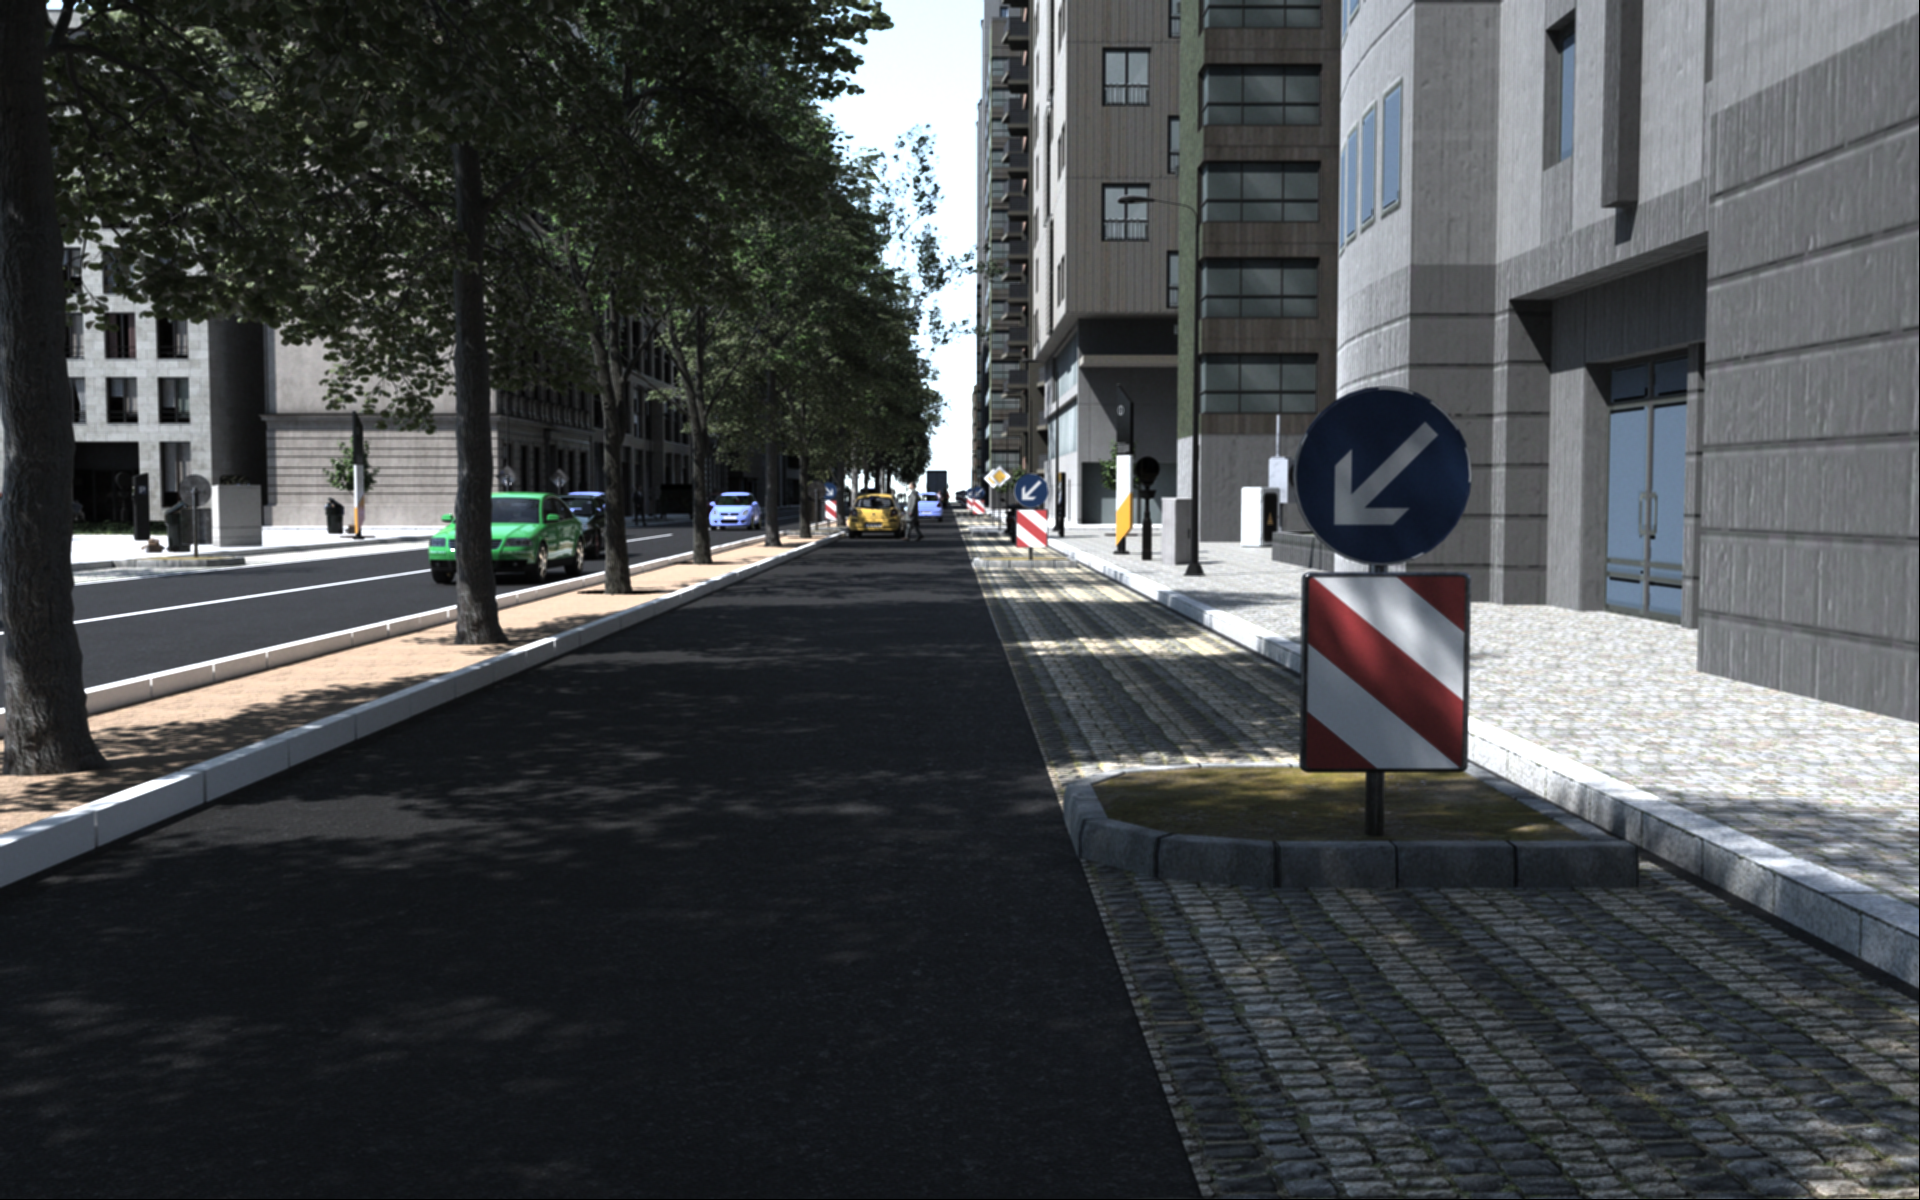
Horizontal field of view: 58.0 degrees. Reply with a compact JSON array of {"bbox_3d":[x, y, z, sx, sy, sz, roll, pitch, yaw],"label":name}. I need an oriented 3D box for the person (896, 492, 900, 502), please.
[{"bbox_3d":[-9.405,-15.667,265.587,0.756,1.711,0.436,-2,4,-30],"label":"person"}]

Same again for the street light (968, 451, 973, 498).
[{"bbox_3d":[1.907,-13.087,186.505,1.470,5.913,1.316,0,4,0],"label":"street light"}]

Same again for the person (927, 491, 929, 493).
[{"bbox_3d":[-3.105,-9.875,170.500,0.434,1.755,0.990,1,4,21],"label":"person"}]

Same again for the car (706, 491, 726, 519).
[{"bbox_3d":[-13.034,-5.248,94.837,2.155,1.783,4.494,0,3,0],"label":"car"}]

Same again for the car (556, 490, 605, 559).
[{"bbox_3d":[-8.843,-1.797,39.175,2.009,1.686,4.222,0,4,-2],"label":"car"}]

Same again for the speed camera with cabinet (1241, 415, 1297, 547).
[{"bbox_3d":[7.650,-2.947,42.519,0.660,3.252,2.038,3,4,38],"label":"speed camera with cabinet"}]

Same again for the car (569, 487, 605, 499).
[{"bbox_3d":[-12.459,-2.930,57.496,1.945,1.707,3.694,0,4,1],"label":"car"}]

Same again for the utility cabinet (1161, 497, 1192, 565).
[{"bbox_3d":[4.013,-1.261,31.777,0.306,1.237,1.020,2,4,27],"label":"utility cabinet"}]

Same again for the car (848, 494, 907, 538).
[{"bbox_3d":[-2.727,-2.890,57.480,2.015,1.641,3.980,0,4,1],"label":"car"}]

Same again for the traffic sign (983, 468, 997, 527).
[{"bbox_3d":[1.307,-3.921,67.758,0.795,2.450,0.064,0,4,0],"label":"traffic sign"}]

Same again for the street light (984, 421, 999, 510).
[{"bbox_3d":[2.465,-8.417,110.163,1.470,5.913,1.316,0,4,0],"label":"street light"}]

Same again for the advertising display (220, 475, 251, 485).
[{"bbox_3d":[-24.827,-3.312,59.365,0.974,1.923,0.123,-2,4,-32],"label":"advertising display"}]

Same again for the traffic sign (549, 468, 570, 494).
[{"bbox_3d":[-15.637,-3.915,67.652,0.795,2.450,0.064,0,4,0],"label":"traffic sign"}]

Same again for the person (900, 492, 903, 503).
[{"bbox_3d":[-9.853,-17.300,291.448,1.348,1.812,0.705,-1,4,-20],"label":"person"}]

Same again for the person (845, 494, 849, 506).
[{"bbox_3d":[-12.999,-11.906,203.982,1.217,1.723,0.721,-1,4,-20],"label":"person"}]

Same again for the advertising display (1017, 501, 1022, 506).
[{"bbox_3d":[2.724,-4.531,79.293,0.123,1.923,0.974,0,4,-3],"label":"advertising display"}]

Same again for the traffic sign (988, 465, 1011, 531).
[{"bbox_3d":[1.367,-3.433,59.773,0.795,2.450,0.064,0,4,0],"label":"traffic sign"}]

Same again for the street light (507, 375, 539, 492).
[{"bbox_3d":[-17.115,-5.818,67.673,1.470,5.913,1.316,0,4,0],"label":"street light"}]

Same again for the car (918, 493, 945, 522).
[{"bbox_3d":[-1.738,-4.872,89.250,1.945,1.707,3.694,0,4,-1],"label":"car"}]

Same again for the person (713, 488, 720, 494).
[{"bbox_3d":[-15.915,-6.413,113.319,0.580,1.828,0.573,1,4,14],"label":"person"}]

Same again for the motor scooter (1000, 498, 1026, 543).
[{"bbox_3d":[1.598,-2.329,50.854,0.815,1.314,1.986,0,4,0],"label":"motor scooter"}]

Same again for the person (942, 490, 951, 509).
[{"bbox_3d":[-1.492,-9.903,170.502,1.348,1.812,0.705,-1,4,-17],"label":"person"}]

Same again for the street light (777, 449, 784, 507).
[{"bbox_3d":[-17.889,-12.458,176.230,1.470,5.913,1.316,0,4,0],"label":"street light"}]

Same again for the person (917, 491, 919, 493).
[{"bbox_3d":[-4.084,-9.447,163.673,0.721,1.735,1.217,1,4,13],"label":"person"}]

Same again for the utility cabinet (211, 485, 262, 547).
[{"bbox_3d":[-17.474,-2.028,41.834,0.318,1.500,1.173,2,4,31],"label":"utility cabinet"}]

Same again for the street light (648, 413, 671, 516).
[{"bbox_3d":[-17.312,-7.789,99.889,1.470,5.913,1.316,0,4,0],"label":"street light"}]

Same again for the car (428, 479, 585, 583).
[{"bbox_3d":[-7.596,-1.253,29.286,1.959,1.807,4.718,0,4,0],"label":"car"}]

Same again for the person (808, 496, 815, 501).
[{"bbox_3d":[-12.331,-8.307,145.028,1.217,1.736,0.721,-1,4,-10],"label":"person"}]

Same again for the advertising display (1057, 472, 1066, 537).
[{"bbox_3d":[3.036,-2.852,51.850,0.123,1.923,0.974,0,4,-4],"label":"advertising display"}]

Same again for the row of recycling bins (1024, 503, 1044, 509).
[{"bbox_3d":[5.578,-5.879,103.242,3.534,1.692,1.069,1,4,11],"label":"row of recycling bins"}]

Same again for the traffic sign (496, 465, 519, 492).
[{"bbox_3d":[-15.577,-3.427,59.667,0.795,2.450,0.064,0,4,0],"label":"traffic sign"}]

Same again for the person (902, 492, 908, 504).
[{"bbox_3d":[-7.802,-14.540,246.215,0.705,1.826,1.348,3,4,37],"label":"person"}]

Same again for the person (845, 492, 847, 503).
[{"bbox_3d":[-17.312,-15.566,263.666,0.551,1.740,0.621,1,4,19],"label":"person"}]

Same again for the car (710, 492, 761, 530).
[{"bbox_3d":[-9.010,-3.667,69.553,1.945,1.707,3.694,0,4,0],"label":"car"}]

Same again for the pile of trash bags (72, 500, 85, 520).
[{"bbox_3d":[-31.080,-2.960,58.147,3.447,1.369,1.912,0,4,4],"label":"pile of trash bags"}]

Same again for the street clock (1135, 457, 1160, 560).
[{"bbox_3d":[3.631,-1.775,33.591,0.471,2.002,0.358,0,4,6],"label":"street clock"}]

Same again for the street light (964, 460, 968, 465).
[{"bbox_3d":[1.608,-15.068,218.903,1.470,5.913,1.316,0,4,0],"label":"street light"}]

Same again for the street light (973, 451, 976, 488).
[{"bbox_3d":[2.131,-11.116,154.288,1.470,5.913,1.316,0,4,0],"label":"street light"}]

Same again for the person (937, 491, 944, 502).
[{"bbox_3d":[-1.775,-8.463,147.803,0.756,1.711,0.436,0,4,-3],"label":"person"}]

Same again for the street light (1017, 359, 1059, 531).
[{"bbox_3d":[2.814,-5.333,59.731,1.470,5.913,1.316,0,4,0],"label":"street light"}]

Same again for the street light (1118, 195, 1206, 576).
[{"bbox_3d":[3.149,-3.336,27.077,1.470,5.913,1.316,0,4,0],"label":"street light"}]

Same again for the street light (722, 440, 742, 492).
[{"bbox_3d":[-17.577,-9.759,132.105,1.470,5.913,1.316,0,4,0],"label":"street light"}]

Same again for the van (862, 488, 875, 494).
[{"bbox_3d":[-8.352,-9.713,163.192,2.240,2.365,5.245,0,4,0],"label":"van"}]

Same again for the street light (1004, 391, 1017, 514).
[{"bbox_3d":[2.657,-6.447,77.947,1.470,5.913,1.316,0,4,0],"label":"street light"}]

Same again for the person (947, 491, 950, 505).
[{"bbox_3d":[-1.643,-13.712,232.627,0.705,1.831,1.348,-1,4,-21],"label":"person"}]

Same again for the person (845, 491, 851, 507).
[{"bbox_3d":[-12.443,-11.456,195.822,1.348,1.821,0.705,3,5,44],"label":"person"}]

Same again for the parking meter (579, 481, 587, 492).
[{"bbox_3d":[-17.402,-4.540,79.938,0.255,1.863,0.399,-2,4,-33],"label":"parking meter"}]

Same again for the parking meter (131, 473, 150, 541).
[{"bbox_3d":[-22.642,-2.578,47.855,0.399,1.863,0.255,-3,5,-44],"label":"parking meter"}]

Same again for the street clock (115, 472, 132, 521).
[{"bbox_3d":[-27.886,-3.254,57.776,0.358,2.002,0.471,3,4,38],"label":"street clock"}]

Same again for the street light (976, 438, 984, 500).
[{"bbox_3d":[2.265,-10.418,142.877,1.470,5.913,1.316,0,4,0],"label":"street light"}]
